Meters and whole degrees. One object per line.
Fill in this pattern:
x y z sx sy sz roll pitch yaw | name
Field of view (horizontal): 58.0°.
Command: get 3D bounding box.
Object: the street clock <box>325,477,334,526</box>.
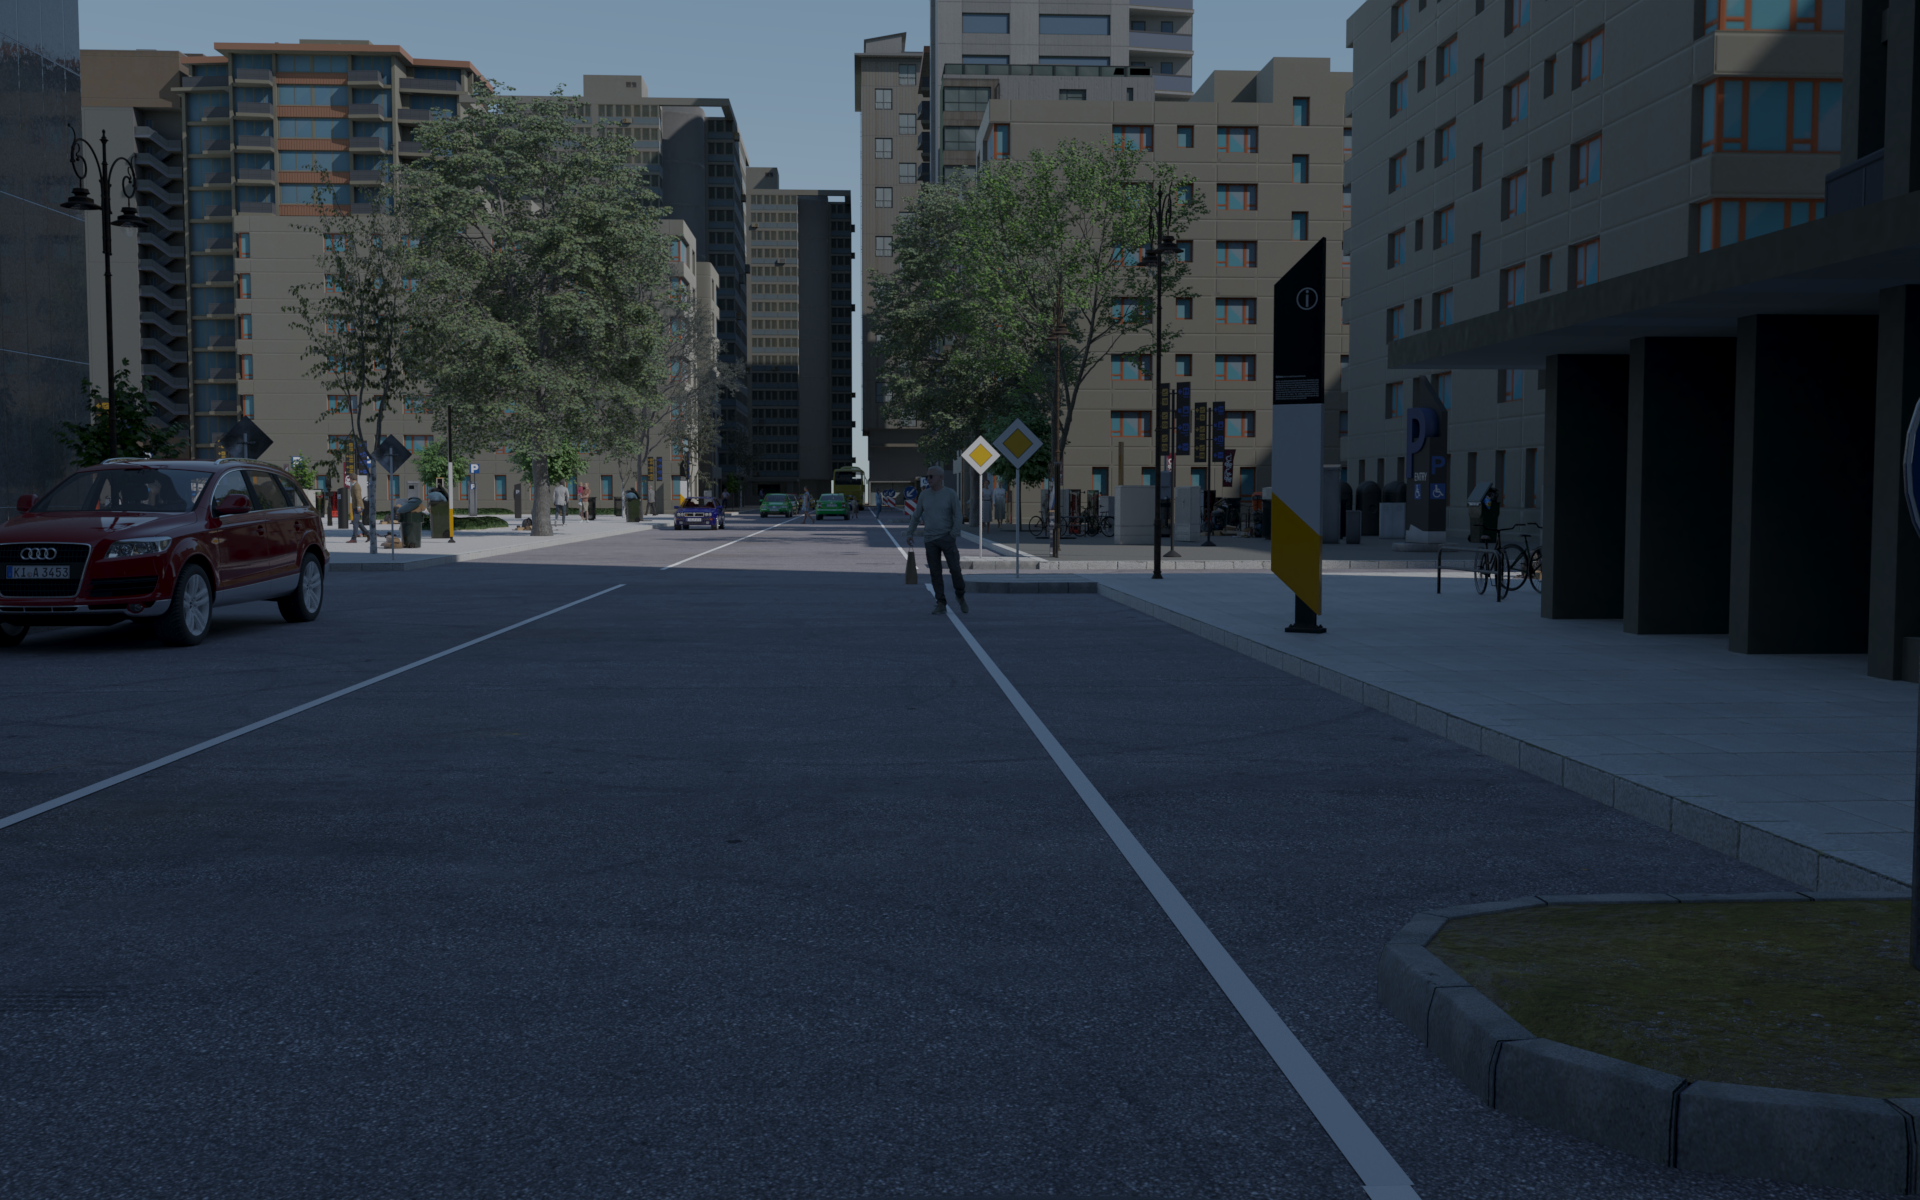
-25.357 -3.980 69.642 0.358 2.002 0.471 -1 4 -13 | street clock

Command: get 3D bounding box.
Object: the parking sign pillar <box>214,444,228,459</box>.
-39.986 -6.478 94.394 1.447 3.967 1.447 1 4 16 | parking sign pillar

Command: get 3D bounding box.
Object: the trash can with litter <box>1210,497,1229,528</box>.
10.785 -3.687 71.671 0.624 1.170 1.055 2 4 26 | trash can with litter

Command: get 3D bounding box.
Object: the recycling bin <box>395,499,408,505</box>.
-31.414 -5.213 97.782 0.722 1.027 0.722 0 4 -4 | recycling bin

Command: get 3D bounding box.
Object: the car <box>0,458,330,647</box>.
-8.245 -0.567 17.949 2.281 1.827 5.304 0 4 -1 | car

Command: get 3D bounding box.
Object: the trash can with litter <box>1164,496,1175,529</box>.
7.639 -3.264 64.421 1.678 1.210 2.233 0 4 0 | trash can with litter

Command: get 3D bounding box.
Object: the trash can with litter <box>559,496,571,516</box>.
-23.105 -5.496 101.242 0.624 1.170 1.055 -1 4 -9 | trash can with litter

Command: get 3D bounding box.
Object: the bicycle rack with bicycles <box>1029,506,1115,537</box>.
3.859 -2.397 52.565 2.852 0.926 2.925 -3 4 -37 | bicycle rack with bicycles

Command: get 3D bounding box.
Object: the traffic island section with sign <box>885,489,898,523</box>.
-2.591 -4.749 86.273 1.989 1.847 2.006 0 4 -3 | traffic island section with sign

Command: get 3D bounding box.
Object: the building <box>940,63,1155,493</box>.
5.527 -21.324 120.345 14.160 30.474 14.107 0 4 -3 | building

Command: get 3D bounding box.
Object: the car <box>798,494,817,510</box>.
-14.245 -9.146 159.759 2.015 1.641 3.980 0 4 -5 | car

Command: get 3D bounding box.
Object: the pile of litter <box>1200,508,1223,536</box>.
8.059 -2.411 53.392 1.719 0.858 1.176 0 4 5 | pile of litter

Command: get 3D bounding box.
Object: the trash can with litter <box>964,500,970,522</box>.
0.467 -4.131 78.927 1.055 1.170 0.624 -3 5 -42 | trash can with litter

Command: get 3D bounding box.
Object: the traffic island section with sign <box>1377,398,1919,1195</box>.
2.203 0.253 4.500 1.989 1.847 2.006 0 4 -3 | traffic island section with sign

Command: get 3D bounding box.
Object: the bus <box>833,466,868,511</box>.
-9.692 -9.862 152.787 2.896 3.916 12.252 0 4 -2 | bus

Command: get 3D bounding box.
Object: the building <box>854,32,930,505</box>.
1.225 -37.816 207.522 27.495 52.752 28.713 0 4 -3 | building

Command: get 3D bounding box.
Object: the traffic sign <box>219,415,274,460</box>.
-10.579 -1.437 25.677 0.795 2.593 0.064 0 4 -3 | traffic sign

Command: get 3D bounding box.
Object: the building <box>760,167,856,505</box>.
-24.596 -31.596 208.475 23.993 40.220 32.217 0 4 -3 | building

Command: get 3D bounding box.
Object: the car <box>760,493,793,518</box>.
-11.192 -5.925 105.673 1.959 1.807 4.718 0 4 -2 | car

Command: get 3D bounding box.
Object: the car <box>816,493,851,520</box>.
-6.996 -5.310 95.615 1.959 1.807 4.718 0 4 -2 | car

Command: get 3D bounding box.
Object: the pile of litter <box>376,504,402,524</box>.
-23.879 -3.647 73.599 1.719 0.858 1.176 0 4 0 | pile of litter

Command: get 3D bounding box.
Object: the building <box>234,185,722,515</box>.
-32.046 -16.999 122.972 27.650 21.520 28.899 0 4 -3 | building

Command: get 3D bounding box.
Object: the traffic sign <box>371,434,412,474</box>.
-11.047 -1.924 33.649 0.795 2.593 0.064 0 4 -3 | traffic sign

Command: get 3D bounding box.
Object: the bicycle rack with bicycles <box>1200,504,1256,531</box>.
9.250 -2.912 60.987 2.852 0.926 2.925 1 4 17 | bicycle rack with bicycles

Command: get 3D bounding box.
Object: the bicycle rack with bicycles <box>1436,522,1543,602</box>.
7.271 -0.510 21.715 2.852 0.926 2.925 0 4 -6 | bicycle rack with bicycles

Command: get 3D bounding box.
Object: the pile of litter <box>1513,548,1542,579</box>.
9.306 -0.763 26.441 1.719 0.858 1.176 1 4 9 | pile of litter

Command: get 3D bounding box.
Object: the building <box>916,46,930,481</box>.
7.004 -31.502 169.687 22.147 44.769 28.867 0 4 -3 | building

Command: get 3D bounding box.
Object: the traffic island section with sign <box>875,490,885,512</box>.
-5.502 -7.788 135.964 1.989 1.847 2.006 0 4 -3 | traffic island section with sign

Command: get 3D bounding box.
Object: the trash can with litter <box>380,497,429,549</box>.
-13.083 -1.798 40.784 0.624 1.170 1.055 2 4 30 | trash can with litter

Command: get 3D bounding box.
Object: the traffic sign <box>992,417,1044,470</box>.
0.896 -1.476 26.328 0.795 2.593 0.064 0 4 -3 | traffic sign

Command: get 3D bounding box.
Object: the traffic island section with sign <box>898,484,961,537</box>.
-1.016 -3.103 59.364 1.989 1.847 2.006 0 4 -3 | traffic island section with sign

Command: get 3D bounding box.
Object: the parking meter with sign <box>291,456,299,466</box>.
-31.141 -5.176 80.886 0.543 3.016 1.738 -2 4 -35 | parking meter with sign

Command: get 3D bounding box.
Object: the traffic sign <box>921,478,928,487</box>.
-2.110 -6.368 106.238 0.606 2.300 0.079 0 4 6 | traffic sign

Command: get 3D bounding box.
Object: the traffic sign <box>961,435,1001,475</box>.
0.429 -1.964 34.299 0.795 2.593 0.064 0 4 -3 | traffic sign

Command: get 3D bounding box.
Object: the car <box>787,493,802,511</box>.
-14.955 -8.754 152.171 2.155 1.783 4.494 0 4 -5 | car

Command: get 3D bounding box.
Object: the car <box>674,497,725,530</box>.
-10.476 -3.495 69.720 1.945 1.354 3.894 0 4 -2 | car

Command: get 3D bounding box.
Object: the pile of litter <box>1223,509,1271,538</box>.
8.793 -2.270 51.074 1.719 0.858 1.176 1 4 20 | pile of litter

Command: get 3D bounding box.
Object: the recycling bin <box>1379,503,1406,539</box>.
12.424 -2.274 49.729 0.722 1.027 0.722 1 4 15 | recycling bin

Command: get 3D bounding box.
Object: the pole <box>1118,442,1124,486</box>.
6.277 -4.508 67.544 0.158 3.312 0.155 0 3 0 | pole

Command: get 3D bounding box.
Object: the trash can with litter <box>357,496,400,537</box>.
-17.457 -2.504 52.000 1.678 1.210 2.233 1 4 14 | trash can with litter

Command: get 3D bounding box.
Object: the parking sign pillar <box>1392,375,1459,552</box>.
10.443 -3.075 38.757 1.447 3.967 1.447 0 4 -7 | parking sign pillar

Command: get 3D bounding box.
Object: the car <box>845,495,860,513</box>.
-8.551 -7.225 130.710 1.945 1.354 3.894 0 4 -2 | car

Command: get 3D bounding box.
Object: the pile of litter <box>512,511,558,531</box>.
-14.905 -2.883 61.106 1.719 0.858 1.176 1 4 10 | pile of litter

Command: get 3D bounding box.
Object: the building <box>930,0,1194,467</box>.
8.047 -36.623 140.793 21.231 58.520 28.212 0 4 -3 | building

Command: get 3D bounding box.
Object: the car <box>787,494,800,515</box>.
-12.031 -6.705 119.413 2.009 1.686 4.222 0 4 -3 | car
